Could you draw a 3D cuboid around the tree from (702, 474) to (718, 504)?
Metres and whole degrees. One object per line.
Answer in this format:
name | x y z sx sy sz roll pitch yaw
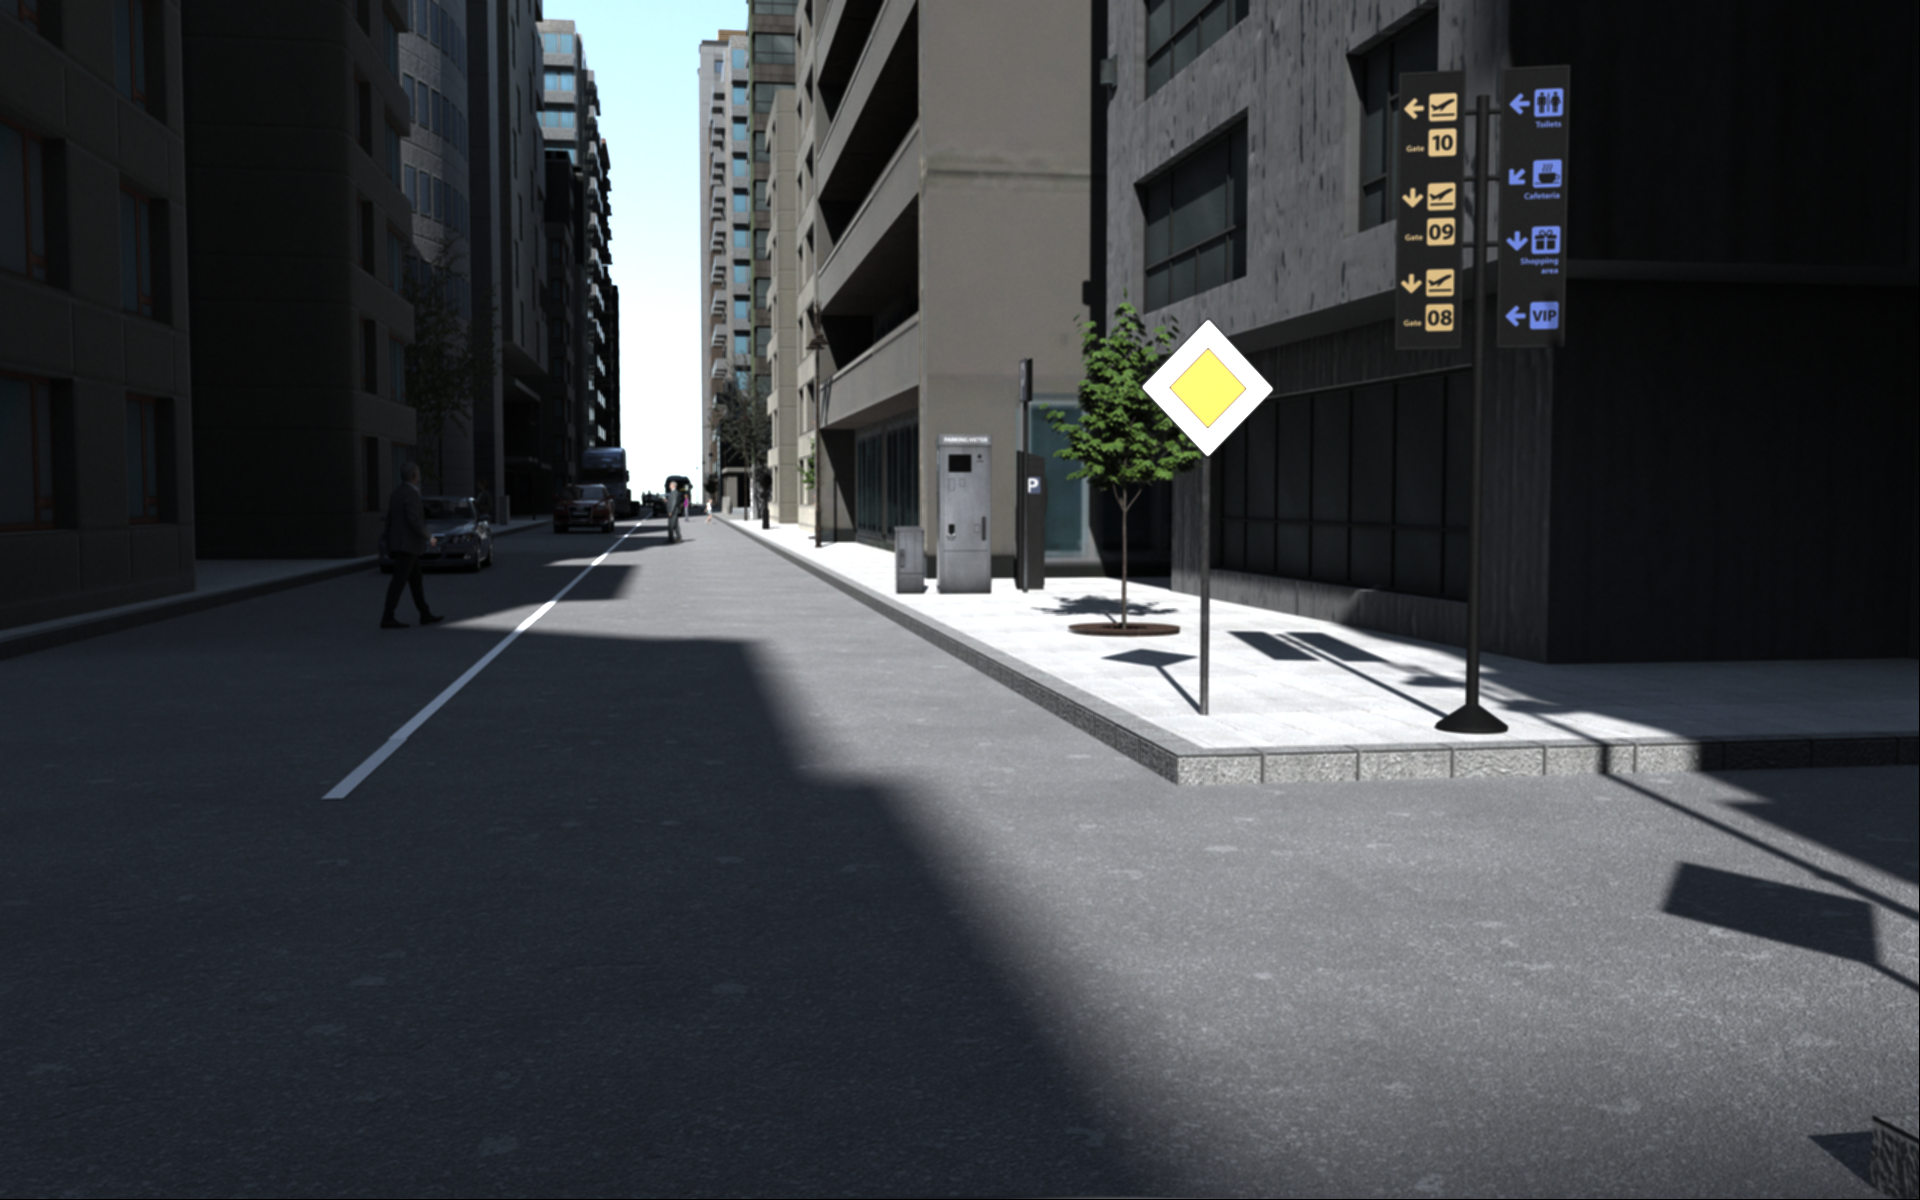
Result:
tree | -23.852 -10.512 166.475 1.663 3.219 1.824 0 3 0

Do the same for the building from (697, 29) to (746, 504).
building | -23.677 -41.991 228.554 21.231 58.520 28.212 -1 4 -9

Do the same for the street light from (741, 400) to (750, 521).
street light | -10.348 -6.773 83.526 0.468 5.910 1.993 -1 4 -9

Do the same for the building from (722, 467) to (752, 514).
building | 0.011 -26.073 118.180 32.217 40.220 23.993 -1 4 -9

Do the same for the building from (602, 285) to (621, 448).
building | -52.296 -27.975 229.096 14.160 30.474 14.107 -1 4 -9

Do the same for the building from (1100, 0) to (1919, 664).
building | 9.788 -14.954 16.206 14.107 30.474 14.160 -1 4 -9

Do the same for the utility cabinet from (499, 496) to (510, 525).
utility cabinet | -18.811 -3.692 71.527 0.306 1.237 1.020 0 4 -8

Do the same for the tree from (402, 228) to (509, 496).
tree | -14.576 -5.922 47.191 4.737 8.622 4.395 0 3 0

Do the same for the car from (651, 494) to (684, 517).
car | -18.580 -6.009 110.049 2.131 1.459 4.920 -1 4 -9

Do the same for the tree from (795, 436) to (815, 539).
tree | -3.973 -3.370 49.699 1.663 3.219 1.824 0 3 0

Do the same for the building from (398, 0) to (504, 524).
building | -28.662 -31.748 61.077 21.231 58.520 28.212 -1 4 -9

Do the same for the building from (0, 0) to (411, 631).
building | -24.727 -11.060 25.873 27.650 21.520 28.899 -1 4 -9

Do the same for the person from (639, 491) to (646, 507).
person | -35.009 -11.129 191.147 1.217 1.739 0.721 3 5 41

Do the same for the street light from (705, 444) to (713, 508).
street light | -22.872 -11.391 159.030 0.468 5.910 1.993 -1 4 -9

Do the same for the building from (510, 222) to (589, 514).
building | -41.110 -16.975 122.580 27.650 21.520 28.899 -1 4 -9

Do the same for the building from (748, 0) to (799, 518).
building | -4.928 -19.970 98.217 14.160 30.474 14.107 -1 4 -9

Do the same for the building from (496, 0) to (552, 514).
building | -36.939 -30.829 93.286 28.713 52.752 27.495 -1 4 -9

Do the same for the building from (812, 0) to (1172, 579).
building | 8.297 -25.267 36.817 21.300 48.544 21.600 -1 4 -9

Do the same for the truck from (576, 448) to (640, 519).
truck | -21.278 -7.106 105.947 2.967 4.110 18.799 0 4 -8

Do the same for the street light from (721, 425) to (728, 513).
street light | -15.807 -8.790 116.506 0.468 5.910 1.993 -1 4 -9

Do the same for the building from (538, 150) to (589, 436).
building | -38.556 -22.800 144.482 14.160 30.474 14.107 -1 4 -9

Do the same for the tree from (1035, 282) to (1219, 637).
tree | 1.413 -1.304 15.921 1.663 3.219 1.824 0 3 0

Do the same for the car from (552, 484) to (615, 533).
car | -14.036 -3.431 64.776 2.281 1.827 5.304 -1 4 -9

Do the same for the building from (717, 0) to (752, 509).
building | -8.712 -50.801 143.263 22.319 86.520 31.000 -1 4 -9

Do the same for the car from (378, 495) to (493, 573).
car | -9.924 -1.283 32.987 2.014 1.417 4.499 -1 4 -11

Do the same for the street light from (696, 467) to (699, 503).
street light | -36.615 -16.427 241.369 0.468 5.910 1.993 -1 4 -9

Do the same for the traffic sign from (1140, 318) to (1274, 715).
traffic sign | 1.415 -0.389 10.000 0.795 2.450 0.064 -1 4 -9

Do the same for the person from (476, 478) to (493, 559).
person | -10.038 -1.667 36.299 0.362 1.759 0.519 -3 5 -44

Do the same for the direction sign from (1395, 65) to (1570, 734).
direction sign | 2.789 -1.060 9.333 0.876 3.537 0.379 1 4 12

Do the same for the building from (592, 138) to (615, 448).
building | -52.888 -33.774 206.824 22.147 44.769 28.867 -1 4 -9

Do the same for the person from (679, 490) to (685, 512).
person | -21.587 -7.677 134.731 0.721 1.736 1.217 -3 5 -45

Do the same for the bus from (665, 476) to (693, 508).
bus | -30.228 -11.698 186.119 2.948 3.499 13.247 -1 4 -8

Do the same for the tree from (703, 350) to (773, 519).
tree | -10.698 -8.401 87.721 4.360 8.622 3.978 0 3 0

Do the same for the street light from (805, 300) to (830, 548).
street light | -3.402 -4.199 41.447 0.468 5.910 1.993 -1 4 -9

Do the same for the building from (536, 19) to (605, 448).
building | -48.215 -34.119 177.456 23.786 49.044 30.456 -1 4 -9

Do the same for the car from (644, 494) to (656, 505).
car | -39.366 -12.749 220.251 2.131 1.459 4.920 -1 4 -8

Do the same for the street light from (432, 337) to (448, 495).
street light | -15.245 -4.770 50.776 0.468 5.910 1.993 -1 4 -9

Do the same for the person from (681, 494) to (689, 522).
person | -14.214 -4.761 89.571 0.599 1.433 0.991 -2 4 -29

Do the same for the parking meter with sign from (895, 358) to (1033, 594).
parking meter with sign | 0.034 -1.599 22.407 1.738 3.016 0.543 0 4 -7

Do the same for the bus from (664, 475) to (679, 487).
bus | -37.369 -14.440 227.643 2.896 3.916 12.252 -1 4 -10

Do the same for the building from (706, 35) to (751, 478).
building | -15.333 -34.650 186.137 23.786 49.044 30.456 -1 4 -9

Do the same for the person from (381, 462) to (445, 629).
person | -5.894 -0.600 18.705 0.661 1.777 0.834 3 5 42

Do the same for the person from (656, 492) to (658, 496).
person | -40.627 -13.665 232.440 1.217 1.766 0.721 -3 5 -43

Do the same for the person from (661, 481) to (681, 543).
person | -8.524 -2.593 51.069 0.590 1.801 0.661 0 4 -2

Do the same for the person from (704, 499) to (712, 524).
person | -12.046 -4.245 82.916 0.382 1.210 0.505 0 4 -3

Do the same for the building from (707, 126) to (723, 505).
building | -23.062 -34.097 207.602 14.600 45.320 14.200 -1 4 -9

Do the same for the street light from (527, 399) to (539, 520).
street light | -20.884 -6.847 84.743 0.468 5.910 1.993 -1 4 -9

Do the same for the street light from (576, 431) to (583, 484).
street light | -27.821 -9.421 126.824 0.468 5.910 1.993 -1 4 -9

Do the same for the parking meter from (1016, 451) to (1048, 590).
parking meter | 0.969 -1.079 23.347 0.399 1.863 0.255 0 4 -5

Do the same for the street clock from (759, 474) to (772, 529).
street clock | -7.084 -3.584 63.175 0.358 2.002 0.471 3 4 38

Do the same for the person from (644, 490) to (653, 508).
person | -31.398 -10.178 174.909 1.348 1.824 0.705 3 5 39

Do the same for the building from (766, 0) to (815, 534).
building | 6.729 -13.822 71.022 27.650 21.520 28.899 -1 4 -9

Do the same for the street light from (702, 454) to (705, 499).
street light | -29.486 -13.855 199.320 0.468 5.910 1.993 -1 4 -9
